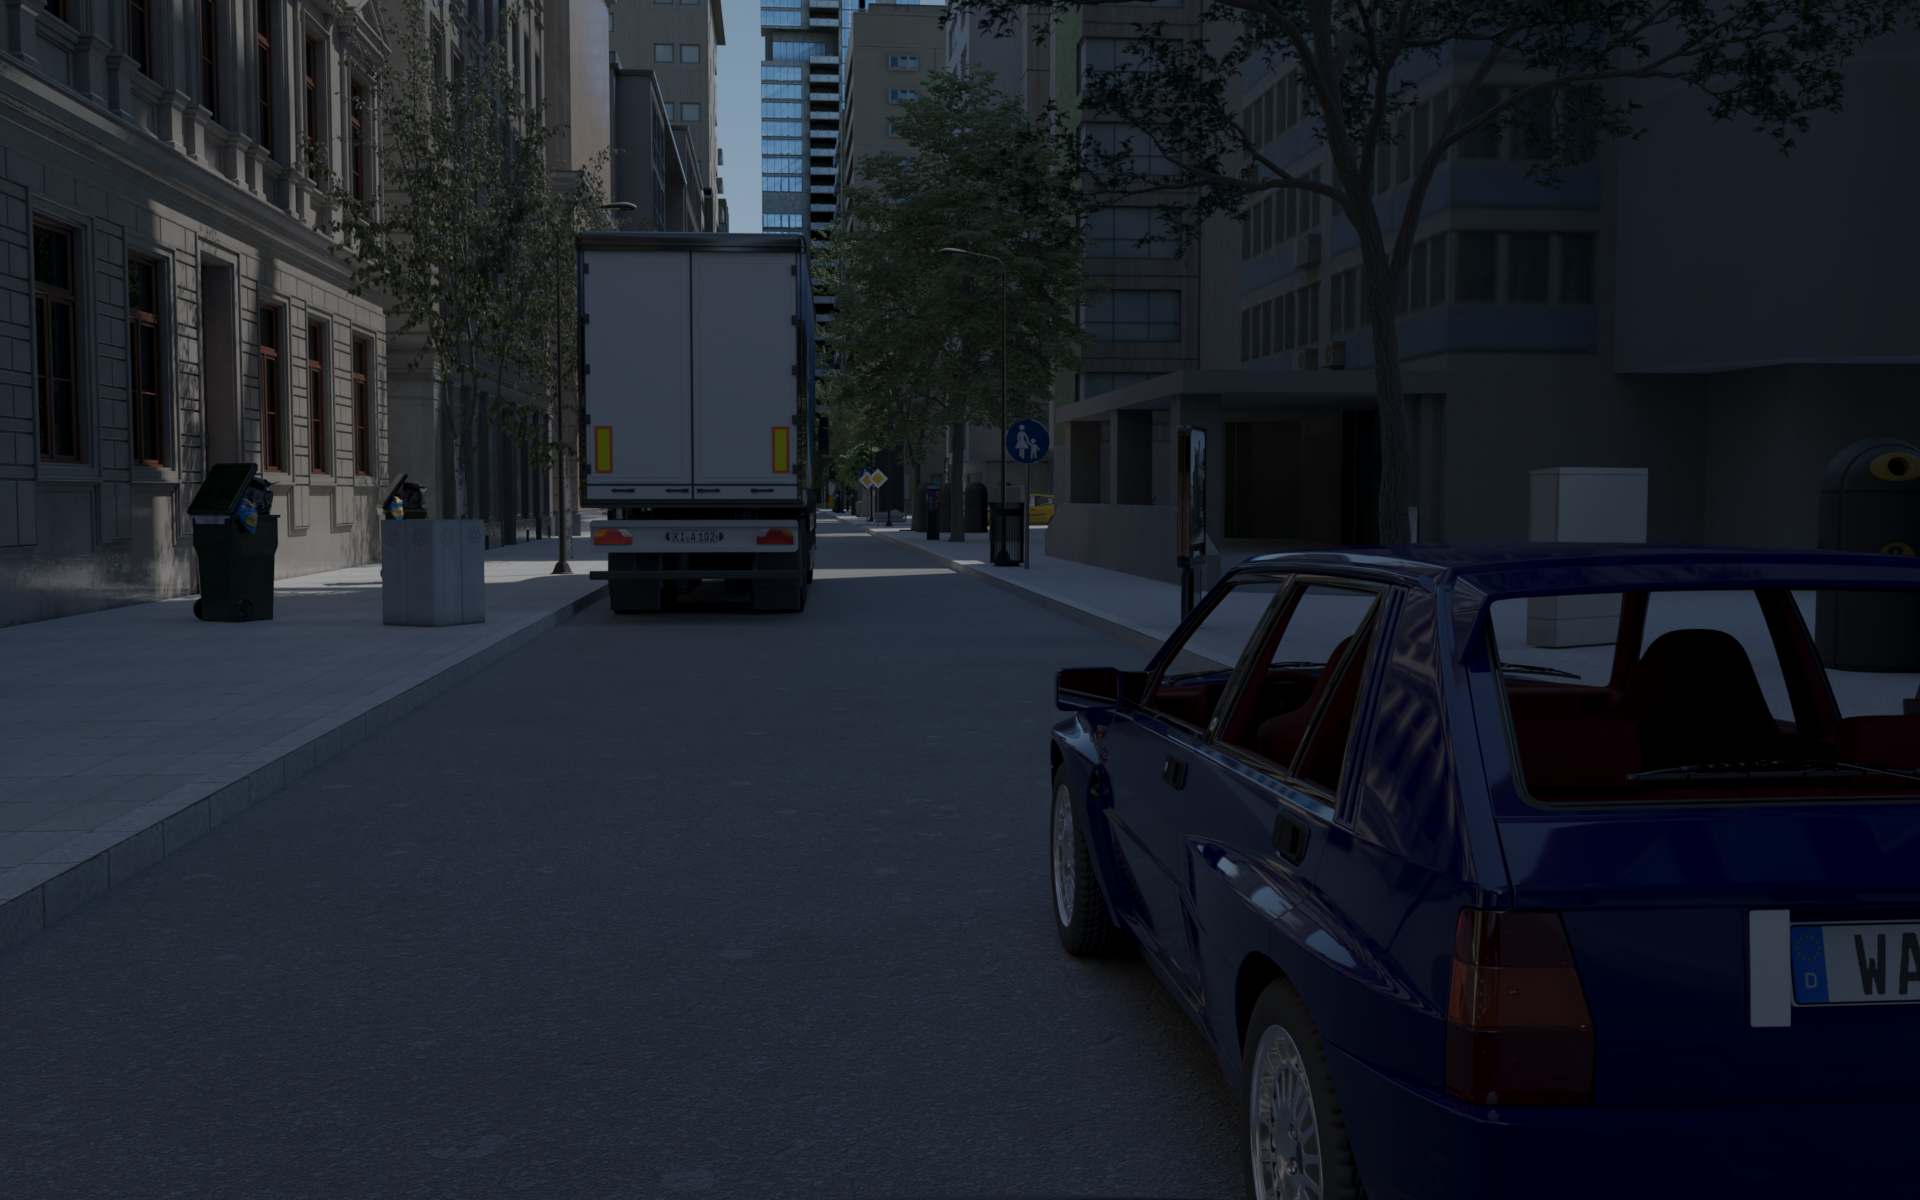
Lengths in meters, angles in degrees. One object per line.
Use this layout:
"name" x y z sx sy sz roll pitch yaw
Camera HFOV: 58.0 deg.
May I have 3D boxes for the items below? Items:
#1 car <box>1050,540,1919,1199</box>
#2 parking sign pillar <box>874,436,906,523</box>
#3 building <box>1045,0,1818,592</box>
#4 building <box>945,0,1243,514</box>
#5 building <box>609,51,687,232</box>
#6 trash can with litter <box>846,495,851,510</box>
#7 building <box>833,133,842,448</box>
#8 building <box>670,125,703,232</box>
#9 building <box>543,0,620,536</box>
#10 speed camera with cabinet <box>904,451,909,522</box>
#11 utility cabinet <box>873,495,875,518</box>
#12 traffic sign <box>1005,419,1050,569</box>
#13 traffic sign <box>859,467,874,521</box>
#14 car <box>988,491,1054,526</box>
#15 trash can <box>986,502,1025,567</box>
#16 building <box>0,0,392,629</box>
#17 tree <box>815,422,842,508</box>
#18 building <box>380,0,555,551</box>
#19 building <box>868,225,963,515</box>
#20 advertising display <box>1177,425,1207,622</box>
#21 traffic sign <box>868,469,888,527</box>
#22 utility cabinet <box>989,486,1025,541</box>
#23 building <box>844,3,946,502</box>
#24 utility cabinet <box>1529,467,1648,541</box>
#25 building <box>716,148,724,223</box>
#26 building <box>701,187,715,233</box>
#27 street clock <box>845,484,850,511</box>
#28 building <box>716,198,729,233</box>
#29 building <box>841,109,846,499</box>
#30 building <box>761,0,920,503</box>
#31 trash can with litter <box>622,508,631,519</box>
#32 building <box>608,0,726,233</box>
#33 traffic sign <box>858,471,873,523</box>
"car" 1.272 0.506 4.306 1.945 1.354 3.894 0 4 -5
"parking sign pillar" -3.173 -5.477 78.027 1.447 3.967 1.447 0 4 -1
"building" 18.530 -20.682 30.025 32.217 40.220 23.993 0 4 -6
"building" 6.828 -24.582 85.514 14.086 41.232 14.154 0 4 -6
"building" -22.223 -16.618 90.763 14.314 24.678 30.058 0 4 -6
"trash can with litter" -8.719 -7.789 138.734 0.624 1.170 1.055 -1 4 -21
"building" -3.897 -36.122 210.206 23.786 49.044 30.456 0 4 -6
"building" -25.065 -19.831 117.741 14.314 27.812 24.014 0 4 -6
"building" -21.883 -16.596 57.250 20.117 28.700 13.634 0 4 -6
"speed camera with cabinet" -3.029 -5.249 80.150 0.660 3.252 2.038 -2 4 -26
"utility cabinet" -4.232 -4.573 85.923 0.306 1.237 1.020 -1 4 -14
"traffic sign" 1.142 -1.799 29.517 0.768 2.556 0.104 0 4 -3
"traffic sign" -4.419 -5.041 82.527 0.768 2.556 0.104 0 4 3
"car" 2.661 -3.884 73.724 3.980 1.641 2.015 0 4 -5
"trash can" 0.835 -1.169 30.767 0.748 1.137 0.748 0 3 0
"building" -14.766 -11.357 21.843 11.583 22.565 21.152 0 4 -6
"tree" -13.575 -13.380 169.132 4.360 8.622 3.978 0 3 0
"building" -15.794 -11.773 41.644 9.793 20.994 18.267 0 4 -6
"building" 8.041 -17.014 123.221 27.650 21.520 28.899 0 4 -6
"advertising display" 2.222 -0.695 16.583 0.123 1.923 0.974 1 4 17
"traffic sign" -3.227 -3.943 68.103 0.795 2.450 0.064 0 4 -6
"utility cabinet" 1.301 -2.351 47.112 0.318 1.500 1.173 -3 5 -44
"building" -0.214 -33.411 169.972 21.300 48.544 21.600 0 4 -6
"utility cabinet" 5.312 -0.367 14.680 1.173 1.500 0.318 -2 4 -33
"building" -43.895 -36.043 208.904 30.456 49.044 23.786 0 4 -6
"building" -29.293 -23.498 155.897 14.160 30.474 14.107 0 4 -6
"street clock" -8.302 -7.542 127.886 0.358 2.002 0.471 0 4 4
"building" -39.065 -34.084 240.859 14.086 41.232 14.154 0 4 -6
"building" -5.907 -30.843 187.881 14.154 41.232 14.086 0 4 -6
"building" -16.305 -57.051 245.447 31.000 86.520 22.319 0 4 -6
"trash can with litter" -10.153 -2.476 51.863 1.055 1.170 0.624 -1 4 -19
"building" -38.358 -35.862 175.580 28.713 52.752 27.495 0 4 -6
"traffic sign" -4.065 -4.428 76.044 0.795 2.450 0.064 0 4 -6
